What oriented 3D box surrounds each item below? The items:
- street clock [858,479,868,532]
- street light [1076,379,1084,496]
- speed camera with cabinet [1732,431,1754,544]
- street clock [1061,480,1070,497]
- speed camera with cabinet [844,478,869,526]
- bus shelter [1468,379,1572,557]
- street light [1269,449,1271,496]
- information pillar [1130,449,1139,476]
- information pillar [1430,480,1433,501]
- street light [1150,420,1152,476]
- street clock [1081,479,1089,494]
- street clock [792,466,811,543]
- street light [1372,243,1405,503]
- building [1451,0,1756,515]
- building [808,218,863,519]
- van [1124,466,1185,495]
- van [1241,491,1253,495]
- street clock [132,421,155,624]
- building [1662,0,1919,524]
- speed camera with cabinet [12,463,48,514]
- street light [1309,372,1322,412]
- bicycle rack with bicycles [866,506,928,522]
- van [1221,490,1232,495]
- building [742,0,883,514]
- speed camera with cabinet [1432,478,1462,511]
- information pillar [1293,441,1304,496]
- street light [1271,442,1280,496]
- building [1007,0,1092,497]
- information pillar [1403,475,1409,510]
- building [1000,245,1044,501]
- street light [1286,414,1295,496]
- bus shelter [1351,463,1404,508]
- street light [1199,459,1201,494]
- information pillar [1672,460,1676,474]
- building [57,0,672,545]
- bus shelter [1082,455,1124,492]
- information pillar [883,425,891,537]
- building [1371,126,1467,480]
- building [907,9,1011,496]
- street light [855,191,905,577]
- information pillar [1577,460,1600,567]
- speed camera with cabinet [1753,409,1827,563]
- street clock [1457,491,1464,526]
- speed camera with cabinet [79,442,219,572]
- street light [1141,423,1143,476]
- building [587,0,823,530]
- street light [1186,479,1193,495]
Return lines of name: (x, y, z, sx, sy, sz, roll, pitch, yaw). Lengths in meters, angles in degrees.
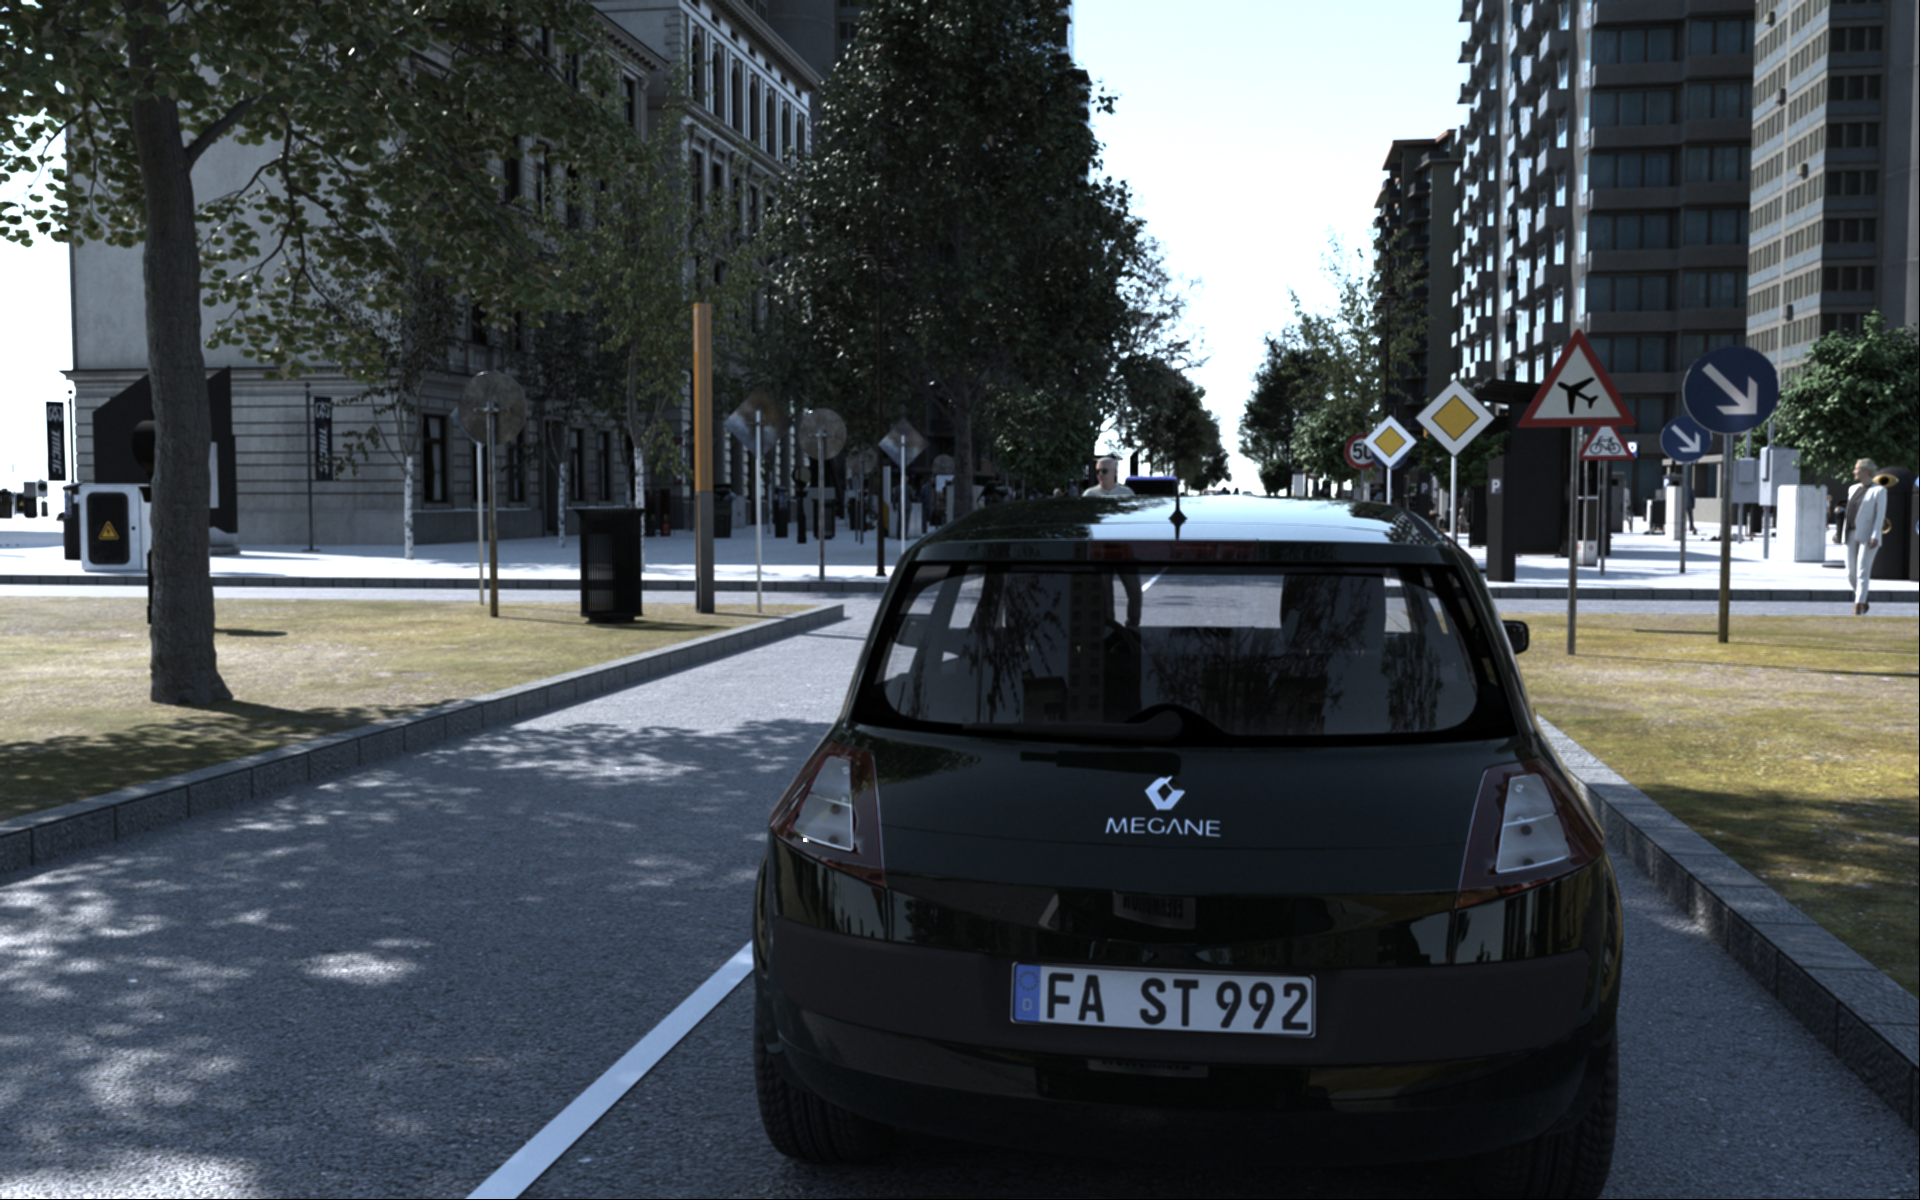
street clock: (-3.275, -3.310, 58.688, 0.358, 2.002, 0.471, 0, 4, -7)
street light: (4.157, -5.329, 59.915, 0.468, 5.910, 1.993, 1, 4, 9)
speed camera with cabinet: (20.822, -3.042, 44.074, 2.038, 3.252, 0.660, 3, 4, 36)
street clock: (5.088, -4.854, 83.938, 0.358, 2.002, 0.471, -2, 4, -35)
speed camera with cabinet: (-4.194, -4.650, 70.363, 0.660, 3.252, 2.038, 1, 4, 9)
bus shelter: (12.154, -2.871, 38.220, 1.731, 3.624, 6.357, 1, 4, 9)
street light: (31.273, -12.330, 174.385, 0.468, 5.910, 1.993, 1, 4, 9)
information pillar: (8.980, -5.986, 89.224, 0.504, 3.616, 0.183, 2, 4, 26)
information pillar: (24.357, -5.228, 89.972, 0.304, 2.012, 0.304, 2, 4, 34)
street light: (11.369, -7.976, 103.202, 0.468, 5.910, 1.993, 1, 4, 9)
street clock: (6.034, -4.805, 83.128, 0.471, 2.002, 0.358, -3, 5, -41)
street clock: (-4.118, -2.476, 45.045, 0.471, 2.002, 0.358, -2, 4, -25)
street light: (7.918, -3.631, 32.150, 0.468, 5.910, 1.993, 1, 4, 9)
building: (52.519, -31.868, 140.653, 23.786, 49.044, 30.456, 1, 4, 9)
building: (-13.621, -13.625, 90.213, 16.820, 18.784, 16.811, 1, 4, 9)
van: (6.314, -3.220, 57.036, 2.240, 2.365, 5.245, 1, 4, 8)
van: (36.276, -12.955, 218.823, 2.013, 2.044, 4.112, 1, 4, 10)
street clock: (-7.925, -0.769, 17.137, 0.358, 2.002, 0.471, 1, 4, 9)
building: (49.830, -23.543, 76.801, 32.217, 40.220, 23.993, 1, 4, 9)
speed camera with cabinet: (-59.783, -7.154, 111.298, 2.038, 3.252, 0.660, -3, 5, -41)
street light: (13.346, -5.654, 65.230, 0.468, 5.910, 1.993, 1, 4, 9)
bicycle rack with bicycles: (-2.711, -3.704, 73.936, 2.925, 0.926, 2.852, 0, 4, -6)
van: (34.826, -13.705, 228.454, 2.240, 2.365, 5.245, 1, 4, 9)
building: (-16.780, -26.004, 117.050, 32.217, 40.220, 23.993, 1, 4, 9)
speed camera with cabinet: (26.716, -6.141, 94.743, 0.660, 3.252, 2.038, -2, 4, -26)
information pillar: (14.301, -5.000, 73.107, 0.504, 3.616, 0.183, -1, 4, -10)
street light: (25.853, -10.307, 141.304, 0.468, 5.910, 1.993, 1, 4, 9)
building: (7.822, -56.633, 238.620, 22.319, 86.520, 31.000, 1, 4, 9)
information pillar: (17.590, -3.901, 68.281, 0.304, 2.012, 0.304, 3, 4, 36)
building: (-0.946, -31.890, 213.278, 32.217, 40.220, 23.993, 1, 4, 9)
street light: (18.813, -7.677, 98.303, 0.468, 5.910, 1.993, 1, 4, 9)
bus shelter: (15.569, -4.327, 64.667, 2.014, 3.302, 5.546, 1, 4, 9)
street light: (30.432, -15.069, 219.158, 0.468, 5.910, 1.993, 1, 4, 9)
information pillar: (28.043, -4.692, 68.073, 0.183, 3.616, 0.504, 2, 4, 29)
building: (-16.855, -11.479, 52.305, 10.561, 19.102, 19.286, 1, 4, 9)
bus shelter: (7.474, -7.111, 93.903, 2.179, 5.291, 8.768, 1, 4, 9)
information pillar: (-2.242, -3.674, 51.428, 0.183, 3.616, 0.504, -3, 5, -45)
building: (62.373, -33.922, 209.245, 22.147, 44.769, 28.867, 1, 4, 9)
building: (-7.359, -29.815, 142.099, 22.147, 44.769, 28.867, 1, 4, 9)
street light: (-1.234, -3.305, 26.829, 0.468, 5.910, 1.993, 1, 4, 9)
information pillar: (11.073, -1.598, 30.613, 0.304, 2.012, 0.304, -1, 4, -20)
speed camera with cabinet: (16.013, -2.383, 33.290, 0.660, 3.252, 2.038, 0, 4, 6)
street clock: (19.460, -3.841, 67.378, 0.471, 2.002, 0.358, -2, 4, -35)
speed camera with cabinet: (-13.440, -2.101, 28.686, 2.038, 3.252, 0.660, 0, 4, -7)
street light: (9.747, -7.351, 92.968, 0.468, 5.910, 1.993, 1, 4, 9)
building: (-13.142, -14.833, 71.402, 11.050, 23.489, 19.941, 1, 4, 9)
street light: (22.210, -12.027, 169.432, 0.468, 5.910, 1.993, 1, 4, 9)
